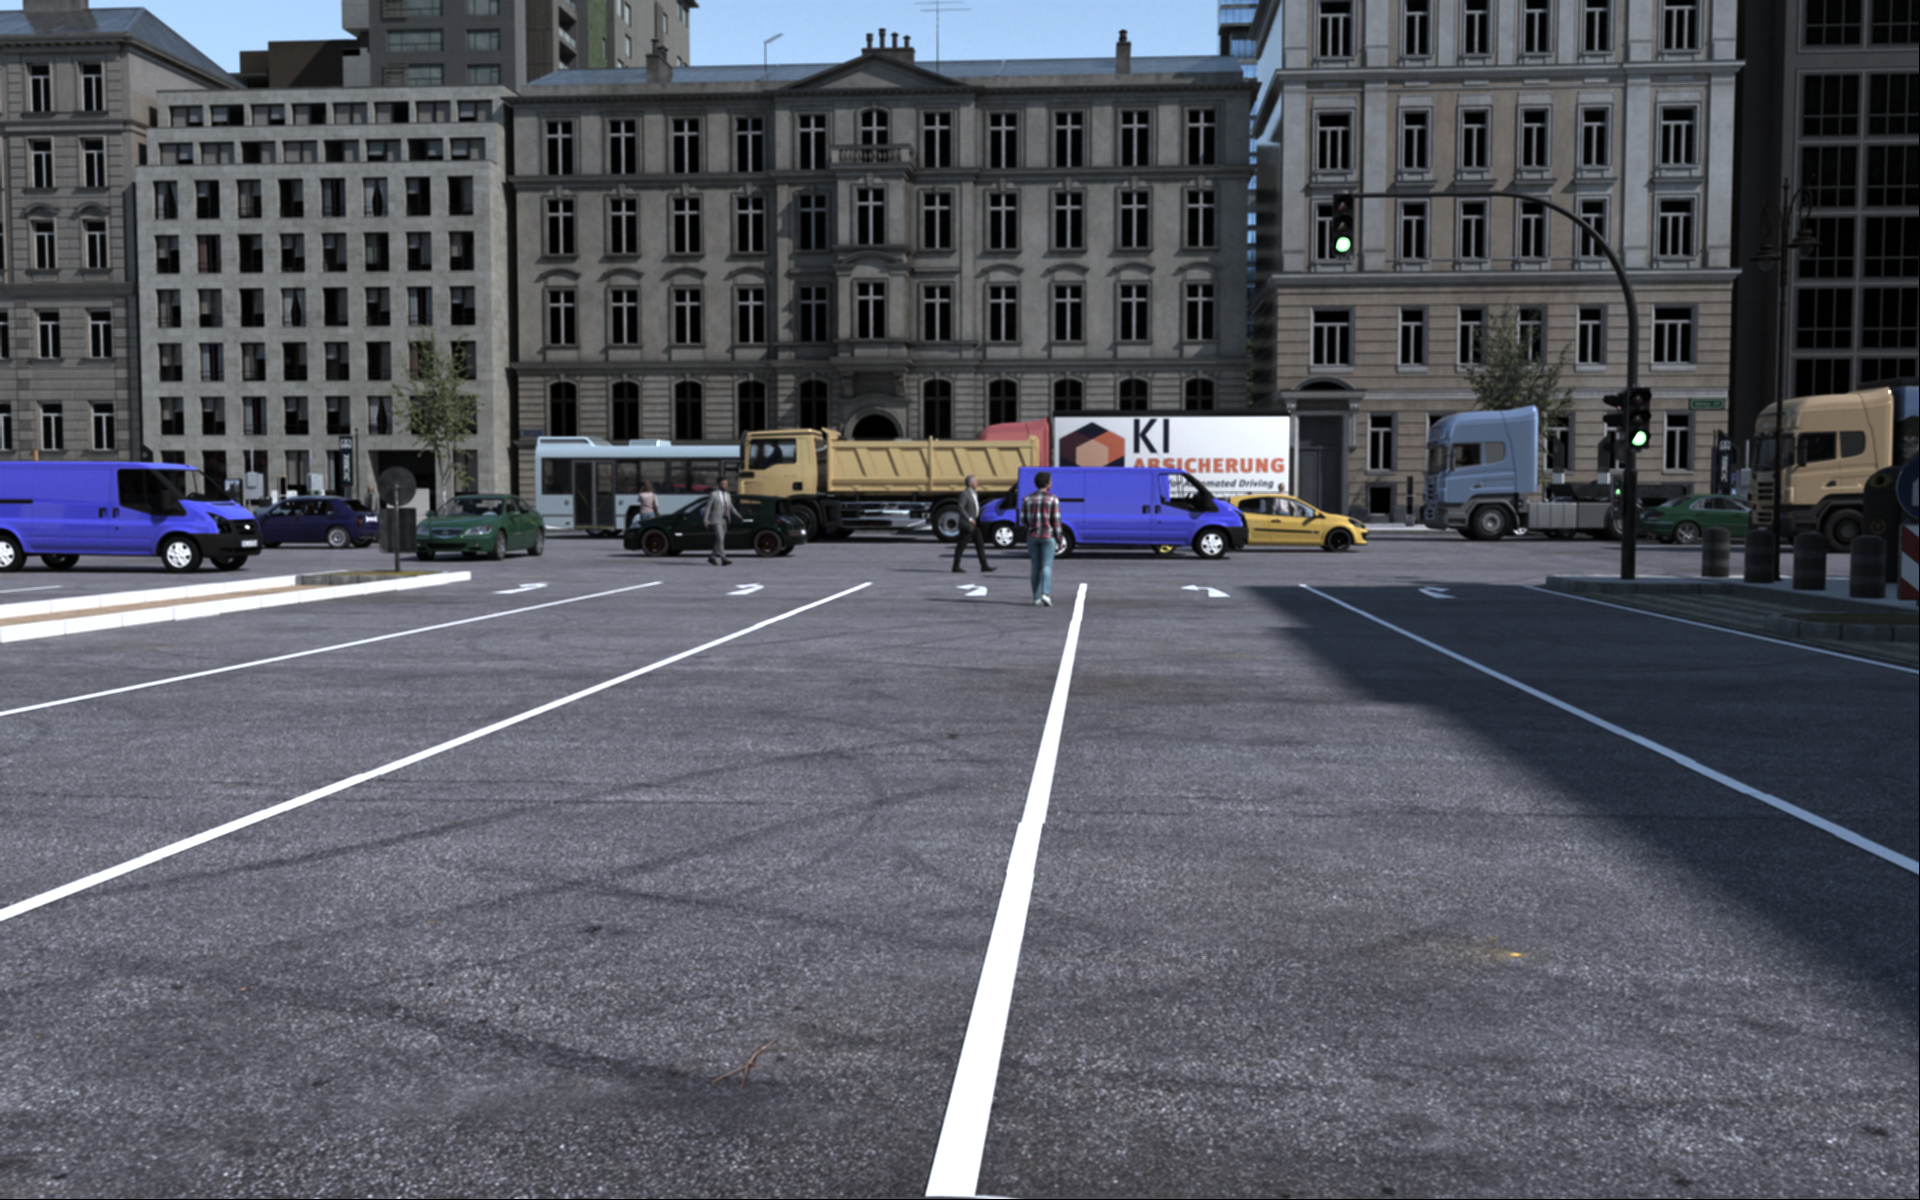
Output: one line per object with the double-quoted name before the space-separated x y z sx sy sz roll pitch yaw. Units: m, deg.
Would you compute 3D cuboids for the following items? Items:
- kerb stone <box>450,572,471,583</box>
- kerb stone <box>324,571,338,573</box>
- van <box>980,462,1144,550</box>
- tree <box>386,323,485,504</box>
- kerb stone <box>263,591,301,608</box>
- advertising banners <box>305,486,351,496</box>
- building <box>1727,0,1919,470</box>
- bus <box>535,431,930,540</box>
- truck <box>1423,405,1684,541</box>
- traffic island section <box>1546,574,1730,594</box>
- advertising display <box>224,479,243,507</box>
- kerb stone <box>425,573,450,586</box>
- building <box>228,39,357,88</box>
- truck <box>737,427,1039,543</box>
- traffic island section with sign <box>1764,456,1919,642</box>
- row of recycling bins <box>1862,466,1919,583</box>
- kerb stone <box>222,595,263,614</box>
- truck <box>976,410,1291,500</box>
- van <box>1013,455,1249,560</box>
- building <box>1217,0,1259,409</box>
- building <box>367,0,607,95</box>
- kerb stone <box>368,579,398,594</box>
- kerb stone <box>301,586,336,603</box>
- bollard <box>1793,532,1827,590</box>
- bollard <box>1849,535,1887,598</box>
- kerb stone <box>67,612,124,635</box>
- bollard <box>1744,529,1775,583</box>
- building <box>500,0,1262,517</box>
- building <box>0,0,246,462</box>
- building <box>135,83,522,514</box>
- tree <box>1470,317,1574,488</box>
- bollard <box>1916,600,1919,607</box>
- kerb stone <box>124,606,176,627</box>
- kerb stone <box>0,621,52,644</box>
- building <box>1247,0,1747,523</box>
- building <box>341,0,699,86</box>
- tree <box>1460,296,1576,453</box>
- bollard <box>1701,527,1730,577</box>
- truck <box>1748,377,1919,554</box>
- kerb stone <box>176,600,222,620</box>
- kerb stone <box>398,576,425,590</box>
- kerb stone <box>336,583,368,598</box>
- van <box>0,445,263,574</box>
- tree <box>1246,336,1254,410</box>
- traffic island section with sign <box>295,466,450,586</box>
"kerb stone" -8.250 -0.367 28.344 0.120 0.150 1.000 0 4 5
"kerb stone" -10.343 -0.386 28.512 0.120 0.150 1.000 0 4 5
"van" 2.963 -2.521 45.598 5.245 2.365 2.240 0 4 4
"tree" -22.226 -7.569 74.115 4.737 8.622 4.395 0 3 0
"kerb stone" -8.762 0.002 22.186 0.120 0.150 1.000 0 4 5
"advertising banners" -25.585 -4.534 70.314 0.090 3.025 2.074 3 5 43
"building" 46.423 -17.536 80.221 24.014 27.812 14.314 0 4 5
"bus" -6.801 -3.719 55.663 13.247 3.499 2.948 0 4 6
"truck" 23.174 -3.864 52.943 18.799 4.110 2.967 0 4 4
"traffic island section" 10.072 -0.234 26.101 2.009 0.180 2.903 0 4 5
"advertising display" -30.406 -4.116 72.511 0.974 1.923 0.123 2 4 27
"kerb stone" -8.328 -0.313 27.312 0.120 0.150 1.000 0 4 5
"building" -61.064 -31.760 169.380 14.200 45.320 14.600 0 4 5
"truck" -2.550 -3.403 51.570 9.791 3.379 3.469 0 4 3
"traffic island section with sign" 9.394 -0.549 17.611 1.989 1.847 2.006 0 4 5
"row of recycling bins" 13.618 -1.028 23.923 1.069 1.692 3.534 0 4 3
"kerb stone" -8.844 0.064 21.157 0.120 0.150 1.000 0 4 5
"truck" 5.434 -4.288 59.023 11.283 4.237 2.839 0 4 4
"van" 3.806 -2.100 38.717 5.245 2.365 2.240 0 4 4
"building" 47.632 -56.869 242.476 31.000 86.520 22.319 0 4 5
"building" -36.029 -27.569 134.343 14.154 41.232 14.086 0 4 5
"kerb stone" -8.500 -0.187 25.259 0.120 0.150 1.000 0 4 5
"kerb stone" -8.673 -0.062 23.209 0.120 0.150 1.000 0 4 5
"bollard" 11.420 -0.523 23.275 0.404 0.777 0.398 0 3 0
"bollard" 11.271 -0.415 21.496 0.404 0.777 0.398 0 3 0
"kerb stone" -9.095 0.256 18.084 0.120 0.150 1.000 0 4 5
"bollard" 11.568 -0.633 25.058 0.404 0.777 0.398 0 3 0
"building" -3.428 -16.221 84.299 34.723 24.649 14.460 0 4 5
"building" -50.202 -17.754 87.548 25.104 27.353 12.463 0 4 5
"building" -29.300 -14.075 84.877 16.860 20.320 10.420 0 4 5
"tree" 22.779 -7.379 71.012 4.737 8.622 4.395 0 3 0
"bollard" 11.125 -0.306 19.713 0.404 0.777 0.398 0 3 0
"kerb stone" -9.009 0.191 19.108 0.120 0.150 1.000 0 4 5
"kerb stone" -9.179 0.314 17.060 0.120 0.150 1.000 0 4 5
"building" 24.078 -18.055 81.098 20.117 28.700 13.634 0 4 5
"building" -40.835 -34.959 160.814 27.495 52.752 28.713 0 4 5
"tree" 20.911 -7.035 65.386 4.360 8.622 3.978 0 3 0
"bollard" 11.717 -0.742 26.842 0.404 0.777 0.398 0 3 0
"truck" 24.818 -3.278 42.504 11.283 4.237 2.839 0 4 3
"kerb stone" -8.918 0.126 20.132 0.120 0.150 1.000 0 4 5
"kerb stone" -8.408 -0.249 26.283 0.120 0.150 1.000 0 4 5
"kerb stone" -8.590 -0.125 24.235 0.120 0.150 1.000 0 4 5
"van" -15.714 -1.701 32.202 5.245 2.365 2.240 0 4 6
"tree" 21.205 -12.615 124.390 7.486 12.596 7.792 0 3 0
"traffic island section with sign" -9.326 -1.211 27.939 2.006 1.907 1.989 0 4 5
